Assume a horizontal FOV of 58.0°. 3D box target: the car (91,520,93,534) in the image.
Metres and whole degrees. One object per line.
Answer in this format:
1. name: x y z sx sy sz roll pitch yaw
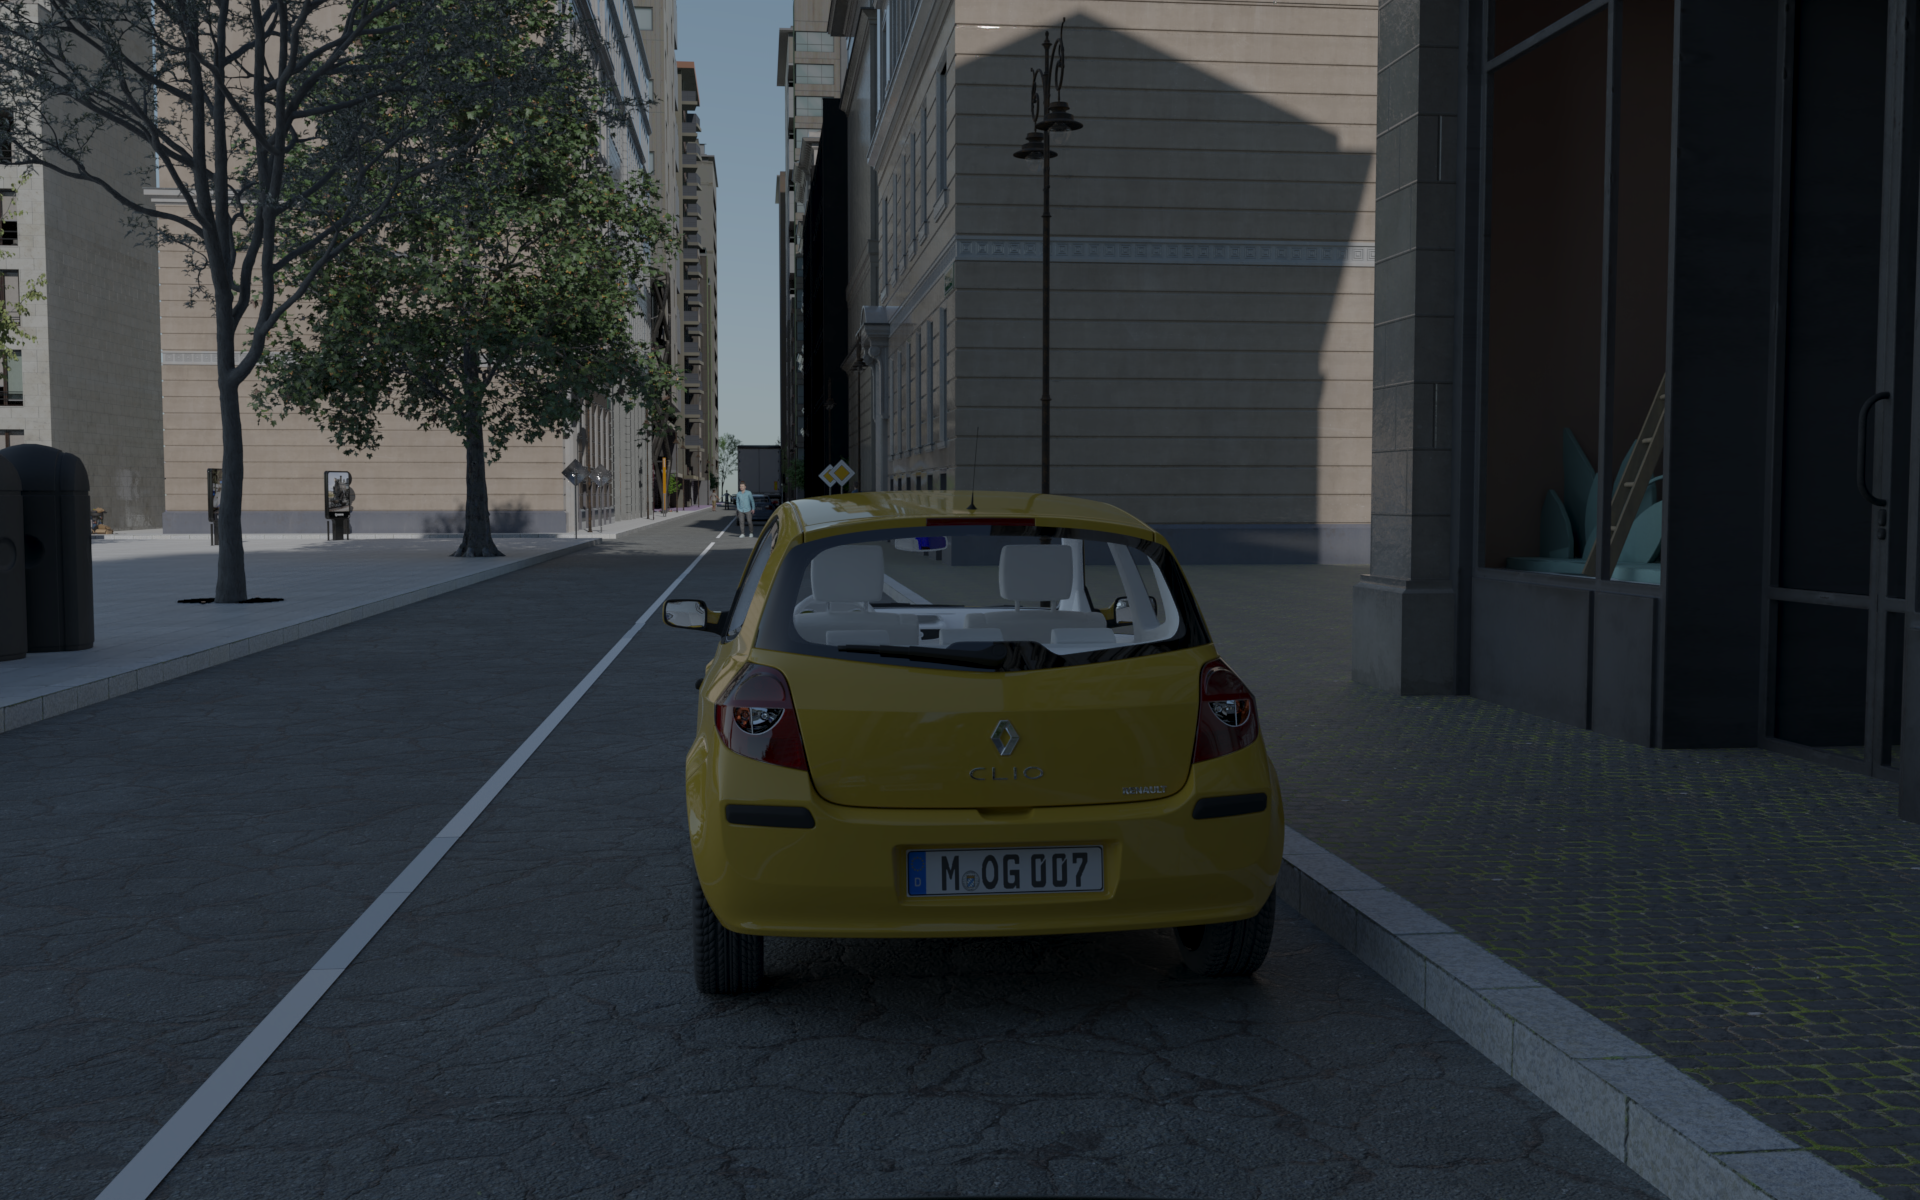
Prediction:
1. car: -28.482 -2.396 51.540 4.827 1.381 2.083 0 4 -6

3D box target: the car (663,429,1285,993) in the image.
1. car: -0.117 0.229 6.477 2.015 1.641 3.980 0 4 -7

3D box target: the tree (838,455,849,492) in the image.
1. tree: -4.591 -4.937 75.325 1.663 3.219 1.824 0 3 0

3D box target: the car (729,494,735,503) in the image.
1. car: -34.522 -15.607 266.966 2.131 1.459 4.920 0 4 -8

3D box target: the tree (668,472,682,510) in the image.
1. tree: -21.555 -8.234 129.233 1.663 3.219 1.824 0 3 0

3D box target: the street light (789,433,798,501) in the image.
1. street light: -12.511 -9.719 131.695 0.468 5.910 1.993 0 4 -7

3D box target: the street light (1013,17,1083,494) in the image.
1. street light: 0.868 -2.732 17.457 0.468 5.910 1.993 0 4 -7

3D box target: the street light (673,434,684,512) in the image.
1. street light: -19.707 -9.033 120.474 0.468 5.910 1.993 0 4 -7

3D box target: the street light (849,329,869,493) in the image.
1. street light: -2.836 -4.641 48.676 0.468 5.910 1.993 0 4 -7

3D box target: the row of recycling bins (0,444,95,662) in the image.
1. row of recycling bins: -7.876 -0.357 12.952 1.069 1.692 3.534 1 4 13

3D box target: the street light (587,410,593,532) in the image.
1. street light: -12.374 -5.197 57.762 0.468 5.910 1.993 0 4 -7

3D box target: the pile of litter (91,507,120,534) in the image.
1. pile of litter: -27.531 -2.519 55.143 1.719 0.858 1.176 0 4 6

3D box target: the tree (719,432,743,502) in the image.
1. tree: -39.663 -22.263 289.748 9.928 11.665 9.643 0 3 0

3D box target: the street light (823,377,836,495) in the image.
1. street light: -5.165 -5.871 68.782 0.468 5.910 1.993 0 4 -7

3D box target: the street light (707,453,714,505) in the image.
1. street light: -28.526 -13.687 196.574 0.468 5.910 1.993 0 4 -7

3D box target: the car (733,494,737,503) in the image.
1. car: -32.122 -14.685 251.897 2.131 1.459 4.920 -1 4 -8

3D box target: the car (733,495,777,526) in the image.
1. car: -9.438 -4.149 79.838 2.014 1.417 4.499 0 4 -8

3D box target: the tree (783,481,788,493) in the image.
1. tree: -21.337 -13.611 217.139 1.663 3.219 1.824 0 3 0

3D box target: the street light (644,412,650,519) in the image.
1. street light: -16.058 -7.107 88.984 0.468 5.910 1.993 0 4 -7

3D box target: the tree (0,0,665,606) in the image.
1. tree: -8.468 -6.710 20.084 12.009 13.543 11.850 0 3 0

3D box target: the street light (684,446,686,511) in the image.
1. street light: -21.428 -9.866 134.100 0.468 5.910 1.993 0 4 -7

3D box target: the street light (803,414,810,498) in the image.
1. street light: -8.806 -7.799 100.302 0.468 5.910 1.993 0 4 -7

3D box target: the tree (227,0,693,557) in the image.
1. tree: -10.031 -7.234 35.278 9.611 12.733 9.660 0 3 0

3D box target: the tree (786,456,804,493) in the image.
1. tree: -11.992 -9.262 135.146 4.285 4.588 4.351 0 3 0

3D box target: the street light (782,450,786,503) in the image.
1. street light: -17.877 -12.477 176.782 0.468 5.910 1.993 0 4 -7

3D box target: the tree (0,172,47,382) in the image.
1. tree: -21.257 -5.253 36.249 4.737 8.622 4.395 0 3 0

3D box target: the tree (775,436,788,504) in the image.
1. tree: -22.605 -16.608 221.899 4.737 8.622 4.395 0 3 0

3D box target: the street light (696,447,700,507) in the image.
1. street light: -24.971 -11.777 165.338 0.468 5.910 1.993 0 4 -7

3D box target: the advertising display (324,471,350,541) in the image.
1. advertising display: -17.254 -2.617 47.997 0.123 1.923 0.974 1 4 17

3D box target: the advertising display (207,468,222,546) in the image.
1. advertising display: -18.567 -2.333 43.359 0.123 1.923 0.974 0 4 -1

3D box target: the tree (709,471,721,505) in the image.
1. tree: -30.606 -13.751 208.541 4.285 4.588 4.351 0 3 0
